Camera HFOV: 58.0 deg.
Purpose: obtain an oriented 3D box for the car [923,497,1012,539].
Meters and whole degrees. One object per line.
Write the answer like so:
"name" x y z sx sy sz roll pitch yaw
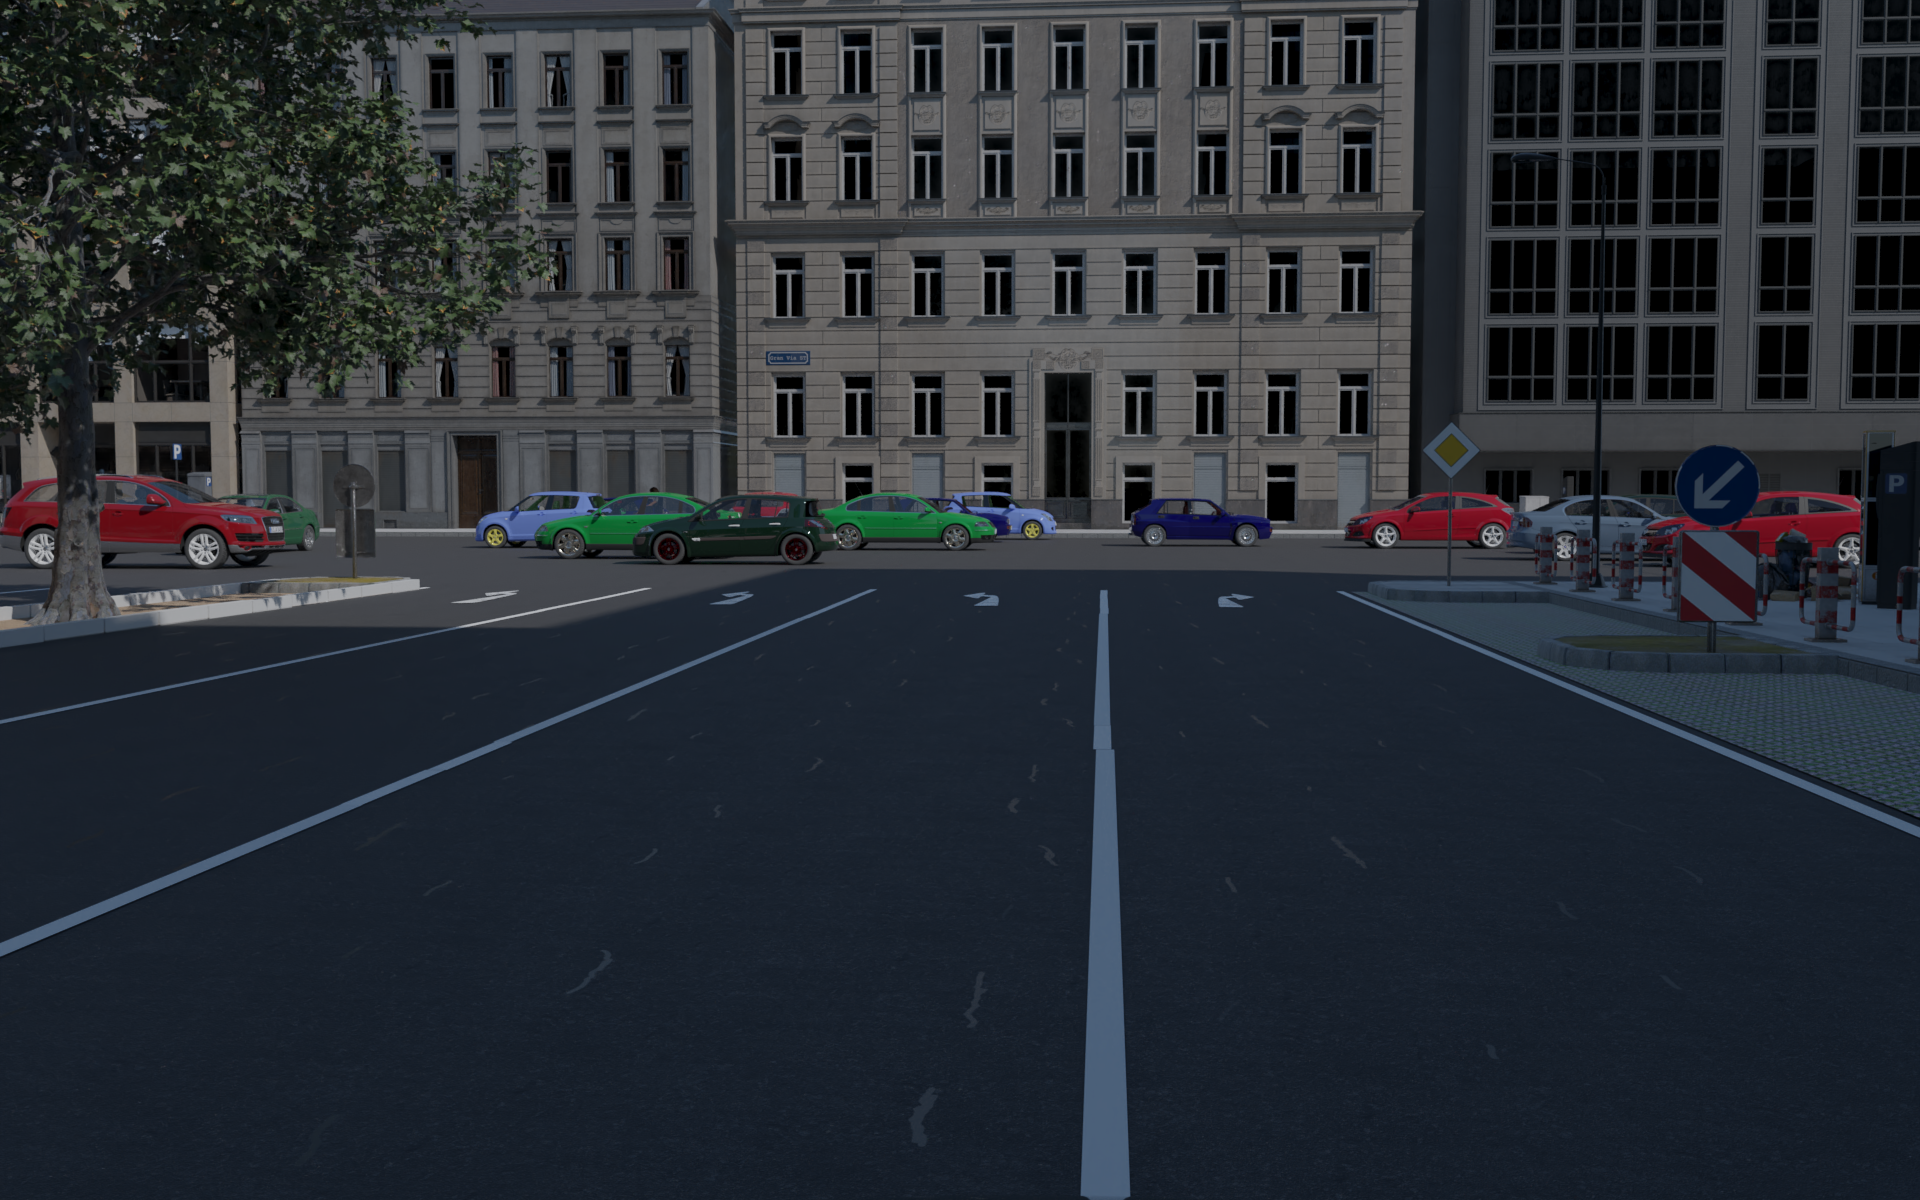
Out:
"car" -0.388 -2.399 51.806 3.894 1.354 1.945 0 4 4

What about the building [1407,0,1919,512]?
"building" 28.889 -16.668 66.037 24.014 27.812 14.314 0 4 5

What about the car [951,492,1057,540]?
"car" 1.216 -2.763 54.763 3.694 1.707 1.945 0 4 4

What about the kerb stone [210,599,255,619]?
"kerb stone" -8.650 0.109 20.419 0.120 0.150 1.000 0 4 5

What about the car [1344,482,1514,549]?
"car" 12.480 -2.260 45.984 4.494 1.783 2.155 0 4 4

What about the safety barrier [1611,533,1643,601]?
"safety barrier" 7.998 -0.398 20.779 0.300 0.817 1.120 0 4 5

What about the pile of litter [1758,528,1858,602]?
"pile of litter" 10.412 -0.441 21.170 1.719 0.858 1.176 0 4 -5

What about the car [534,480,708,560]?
"car" -7.141 -1.831 38.729 4.718 1.807 1.959 0 4 5

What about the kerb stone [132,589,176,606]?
"kerb stone" -10.584 -0.024 22.584 0.120 0.150 1.000 0 4 5

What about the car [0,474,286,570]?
"car" -15.918 -1.541 33.871 5.304 1.827 2.281 0 4 3

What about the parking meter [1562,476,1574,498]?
"parking meter" 20.193 -3.172 57.573 0.255 1.863 0.399 0 4 -3

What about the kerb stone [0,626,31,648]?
"kerb stone" -8.995 0.360 16.315 0.120 0.150 1.000 0 4 5

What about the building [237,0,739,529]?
"building" -17.401 -13.363 67.629 18.267 20.994 9.793 0 4 5

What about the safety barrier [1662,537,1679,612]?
"safety barrier" 7.842 -0.280 18.853 0.300 0.817 1.120 0 4 5

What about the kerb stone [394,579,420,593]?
"kerb stone" -8.227 -0.205 25.543 0.120 0.150 1.000 0 4 5

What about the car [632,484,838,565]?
"car" -4.619 -1.584 35.692 4.222 1.686 2.009 0 4 3

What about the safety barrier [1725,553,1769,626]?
"safety barrier" 7.678 -0.163 16.943 0.300 0.817 1.120 0 4 5

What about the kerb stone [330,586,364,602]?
"kerb stone" -8.398 -0.079 23.497 0.120 0.150 1.000 0 4 5

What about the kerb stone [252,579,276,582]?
"kerb stone" -10.326 -0.210 25.654 0.120 0.150 1.000 0 4 5

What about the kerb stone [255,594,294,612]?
"kerb stone" -8.566 0.053 21.446 0.120 0.150 1.000 0 4 5

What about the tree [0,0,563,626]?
"tree" -9.706 -6.079 18.853 9.611 12.733 9.660 0 3 0

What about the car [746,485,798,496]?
"car" -4.873 -2.222 45.368 2.155 1.783 4.494 0 4 6

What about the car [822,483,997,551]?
"car" -1.415 -2.186 44.544 4.718 1.807 1.959 0 4 5

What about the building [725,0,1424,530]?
"building" 4.345 -16.514 67.260 25.104 27.353 12.463 0 4 5

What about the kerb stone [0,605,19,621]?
"kerb stone" -10.841 0.165 19.499 0.120 0.150 1.000 0 4 5

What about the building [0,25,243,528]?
"building" -43.128 -16.501 74.304 34.151 26.468 19.350 0 4 5

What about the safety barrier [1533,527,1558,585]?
"safety barrier" 8.323 -0.632 24.602 0.300 0.817 1.120 0 4 5

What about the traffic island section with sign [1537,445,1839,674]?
"traffic island section with sign" 6.044 -0.372 14.705 1.989 1.847 2.006 0 4 5

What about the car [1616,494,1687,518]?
"car" 15.926 -1.946 41.610 4.222 1.686 2.009 0 4 3

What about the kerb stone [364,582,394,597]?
"kerb stone" -8.309 -0.138 24.520 0.120 0.150 1.000 0 4 5

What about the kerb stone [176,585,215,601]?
"kerb stone" -10.500 -0.086 23.607 0.120 0.150 1.000 0 4 5

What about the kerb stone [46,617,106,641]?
"kerb stone" -8.918 0.297 17.339 0.120 0.150 1.000 0 4 5

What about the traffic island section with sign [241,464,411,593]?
"traffic island section with sign" -9.255 -1.076 25.728 2.006 1.907 1.989 0 4 5

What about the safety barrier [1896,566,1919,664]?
"safety barrier" 7.359 0.071 13.110 0.300 0.817 1.120 0 4 5

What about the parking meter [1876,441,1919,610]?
"parking meter" 10.475 -0.834 19.346 0.255 1.863 0.399 -3 5 -42

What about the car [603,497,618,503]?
"car" -11.354 -2.640 55.738 3.894 1.354 1.945 0 4 3

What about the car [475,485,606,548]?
"car" -11.088 -2.249 46.367 3.694 1.707 1.945 0 4 6

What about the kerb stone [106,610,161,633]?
"kerb stone" -8.832 0.237 18.362 0.120 0.150 1.000 0 4 5

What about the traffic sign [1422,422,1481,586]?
"traffic sign" 6.808 -1.249 24.071 0.795 2.450 0.064 0 4 5

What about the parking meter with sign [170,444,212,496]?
"parking meter with sign" -26.366 -3.902 60.062 1.738 3.016 0.543 0 4 6

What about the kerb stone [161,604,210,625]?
"kerb stone" -8.740 0.171 19.395 0.120 0.150 1.000 0 4 5

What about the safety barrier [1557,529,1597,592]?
"safety barrier" 8.161 -0.515 22.688 0.300 0.817 1.120 0 4 5

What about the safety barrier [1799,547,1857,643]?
"safety barrier" 7.523 -0.046 15.030 0.300 0.817 1.120 0 4 5

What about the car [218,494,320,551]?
"car" -17.390 -1.870 42.379 2.131 1.459 4.920 0 4 4

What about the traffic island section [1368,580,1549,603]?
"traffic island section" 6.833 -0.114 24.146 2.009 0.180 2.903 0 4 5

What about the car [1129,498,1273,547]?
"car" 6.631 -2.157 47.845 3.894 1.354 1.945 0 4 3

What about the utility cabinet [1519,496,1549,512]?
"utility cabinet" 19.086 -2.838 57.566 1.020 1.237 0.306 -2 4 -24

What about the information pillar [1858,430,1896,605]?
"information pillar" 10.647 -0.956 20.122 0.304 2.012 0.304 1 4 20

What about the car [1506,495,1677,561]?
"car" 14.244 -1.568 37.638 4.499 1.417 2.014 0 4 5

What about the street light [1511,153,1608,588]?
"street light" 8.204 -3.130 23.717 1.470 5.913 1.316 0 4 5

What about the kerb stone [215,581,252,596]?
"kerb stone" -10.415 -0.149 24.630 0.120 0.150 1.000 0 4 5

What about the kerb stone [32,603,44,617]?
"kerb stone" -10.757 0.102 20.527 0.120 0.150 1.000 0 4 5

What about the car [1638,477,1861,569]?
"car" 15.766 -1.539 34.196 4.494 1.783 2.155 0 4 6

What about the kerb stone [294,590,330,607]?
"kerb stone" -8.488 -0.017 22.474 0.120 0.150 1.000 0 4 5

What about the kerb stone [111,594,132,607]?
"kerb stone" -10.669 0.045 21.550 0.120 0.150 1.000 0 4 5

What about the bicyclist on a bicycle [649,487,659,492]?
"bicyclist on a bicycle" -7.808 -2.076 43.968 1.625 1.676 1.499 0 4 5
